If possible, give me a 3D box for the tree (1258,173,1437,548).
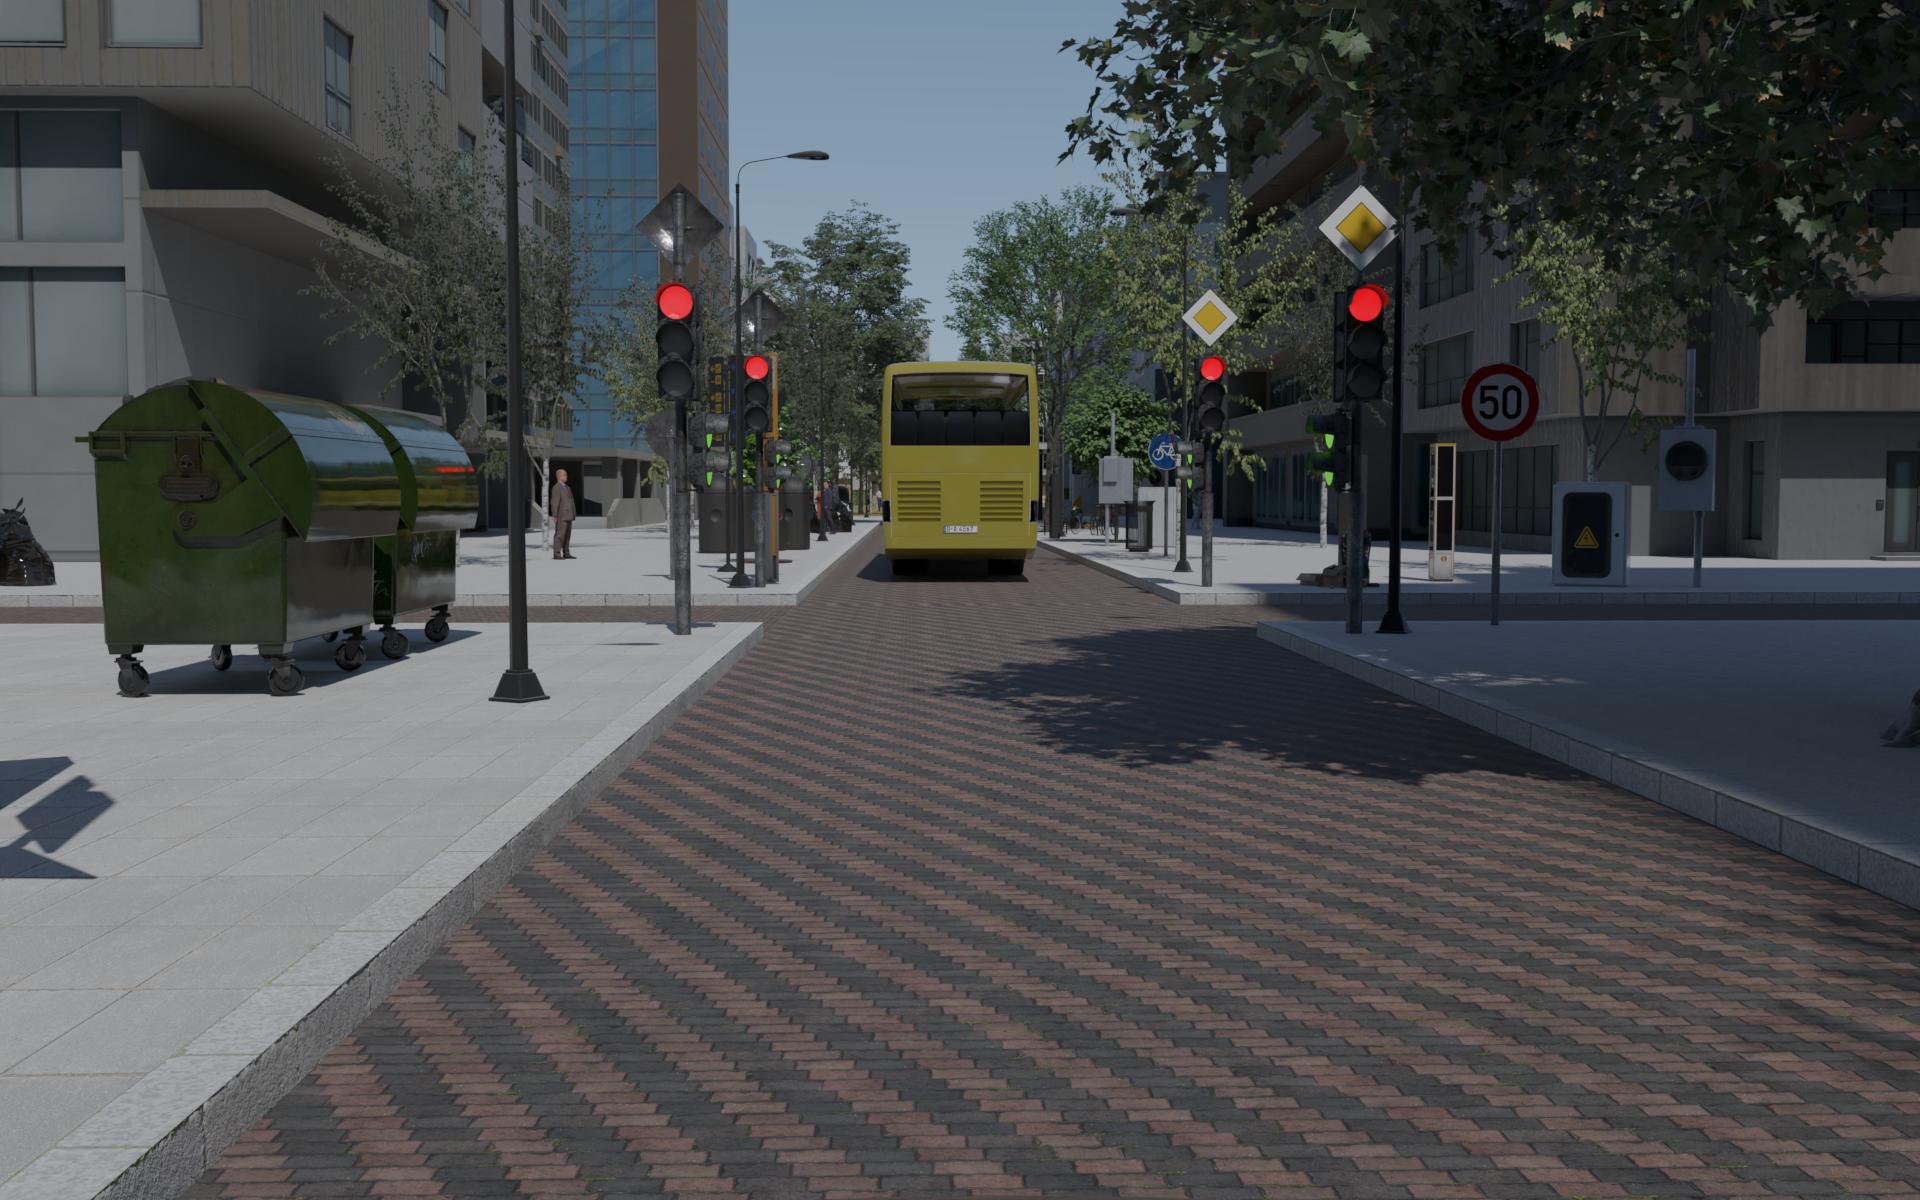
[{"bbox_3d":[8.834,-5.534,40.839,4.360,8.622,3.978,0,3,0],"label":"tree"}]

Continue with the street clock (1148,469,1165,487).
[{"bbox_3d":[5.688,-2.781,50.040,0.471,2.002,0.358,3,5,40],"label":"street clock"}]

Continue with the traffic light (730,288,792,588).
[{"bbox_3d":[-2.723,-2.124,23.654,0.839,4.253,0.868,0,4,-2],"label":"traffic light"}]

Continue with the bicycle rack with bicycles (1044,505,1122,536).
[{"bbox_3d":[4.016,-2.515,54.510,2.852,0.926,2.925,2,4,27],"label":"bicycle rack with bicycles"}]

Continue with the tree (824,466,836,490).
[{"bbox_3d":[-5.430,-4.333,65.454,1.663,3.219,1.824,0,3,0],"label":"tree"}]

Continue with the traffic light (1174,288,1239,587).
[{"bbox_3d":[3.395,-2.135,23.836,0.839,4.253,0.868,0,4,-2],"label":"traffic light"}]

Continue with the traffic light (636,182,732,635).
[{"bbox_3d":[-2.506,-1.636,15.672,0.839,4.253,0.868,0,4,-2],"label":"traffic light"}]

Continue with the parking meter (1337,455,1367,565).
[{"bbox_3d":[5.891,-1.244,26.050,0.399,1.863,0.255,3,4,36],"label":"parking meter"}]

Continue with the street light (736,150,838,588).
[{"bbox_3d":[-2.464,-3.120,23.552,1.470,5.913,1.316,0,4,-2],"label":"street light"}]

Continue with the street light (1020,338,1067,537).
[{"bbox_3d":[2.481,-4.838,51.646,1.470,5.913,1.316,0,4,-2],"label":"street light"}]

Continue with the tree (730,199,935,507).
[{"bbox_3d":[-5.676,-10.389,76.512,9.857,13.997,8.962,0,3,0],"label":"tree"}]

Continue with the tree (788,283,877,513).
[{"bbox_3d":[-5.019,-6.700,59.907,4.360,8.622,3.978,0,3,0],"label":"tree"}]

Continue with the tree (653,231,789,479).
[{"bbox_3d":[-7.267,-5.933,47.372,4.360,8.622,3.978,0,3,0],"label":"tree"}]

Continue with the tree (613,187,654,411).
[{"bbox_3d":[-9.345,-5.419,38.963,4.360,8.622,3.978,0,3,0],"label":"tree"}]

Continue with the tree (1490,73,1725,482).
[{"bbox_3d":[10.035,-4.687,26.992,4.737,8.622,4.395,0,3,0],"label":"tree"}]

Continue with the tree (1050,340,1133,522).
[{"bbox_3d":[6.261,-7.959,80.485,4.360,8.622,3.978,0,3,0],"label":"tree"}]

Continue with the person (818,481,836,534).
[{"bbox_3d":[-4.238,-2.943,55.082,0.530,1.710,0.541,-1,4,-17],"label":"person"}]

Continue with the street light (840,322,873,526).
[{"bbox_3d":[-3.193,-4.545,46.859,1.470,5.913,1.316,0,4,-2],"label":"street light"}]

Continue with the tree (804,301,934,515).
[{"bbox_3d":[-6.102,-12.033,107.101,12.009,13.543,11.850,0,3,0],"label":"tree"}]

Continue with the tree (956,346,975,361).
[{"bbox_3d":[1.001,-13.124,132.698,7.486,12.596,7.792,0,3,0],"label":"tree"}]

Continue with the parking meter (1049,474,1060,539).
[{"bbox_3d":[2.722,-2.695,49.779,0.255,1.863,0.399,-1,4,-10],"label":"parking meter"}]

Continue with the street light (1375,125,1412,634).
[{"bbox_3d":[3.473,-2.648,15.837,1.470,5.913,1.316,0,4,-2],"label":"street light"}]

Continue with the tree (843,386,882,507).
[{"bbox_3d":[-8.180,-15.384,169.647,7.486,12.596,7.792,0,3,0],"label":"tree"}]

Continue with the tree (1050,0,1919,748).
[{"bbox_3d":[5.176,-5.599,8.552,9.611,12.733,9.660,0,3,0],"label":"tree"}]

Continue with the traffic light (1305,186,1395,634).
[{"bbox_3d":[3.613,-1.647,15.854,0.839,4.253,0.868,0,4,-2],"label":"traffic light"}]

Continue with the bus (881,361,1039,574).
[{"bbox_3d":[-0.073,-2.578,33.696,2.896,3.916,12.252,0,4,-1],"label":"bus"}]

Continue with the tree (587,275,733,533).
[{"bbox_3d":[-9.800,-6.496,56.577,4.737,8.622,4.395,0,3,0],"label":"tree"}]

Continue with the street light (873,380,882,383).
[{"bbox_3d":[-3.874,-5.992,70.511,1.470,5.913,1.316,0,4,-2],"label":"street light"}]

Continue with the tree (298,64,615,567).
[{"bbox_3d":[-8.905,-4.862,29.862,4.360,8.622,3.978,0,3,0],"label":"tree"}]

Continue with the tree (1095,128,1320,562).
[{"bbox_3d":[4.235,-5.012,32.310,4.737,8.622,4.395,0,3,0],"label":"tree"}]

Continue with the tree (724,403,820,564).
[{"bbox_3d":[-3.712,-2.311,32.394,1.663,3.219,1.824,0,3,0],"label":"tree"}]

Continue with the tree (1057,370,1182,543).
[{"bbox_3d":[4.240,-3.807,45.954,4.285,4.588,4.351,0,3,0],"label":"tree"}]

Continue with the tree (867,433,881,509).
[{"bbox_3d":[-7.153,-12.032,147.085,4.737,8.622,4.395,0,3,0],"label":"tree"}]

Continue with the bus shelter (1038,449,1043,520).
[{"bbox_3d":[3.190,-5.873,87.301,1.731,3.624,6.357,0,4,-1],"label":"bus shelter"}]

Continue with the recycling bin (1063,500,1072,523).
[{"bbox_3d":[4.665,-3.949,77.118,0.722,1.027,0.722,0,4,-6],"label":"recycling bin"}]

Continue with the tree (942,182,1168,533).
[{"bbox_3d":[3.133,-8.063,57.586,9.928,11.665,9.643,0,3,0],"label":"tree"}]

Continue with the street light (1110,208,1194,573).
[{"bbox_3d":[3.127,-3.411,28.305,1.470,5.913,1.316,0,4,-2],"label":"street light"}]

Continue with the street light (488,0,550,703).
[{"bbox_3d":[-2.202,-2.329,10.614,1.470,5.913,1.316,0,4,-2],"label":"street light"}]
